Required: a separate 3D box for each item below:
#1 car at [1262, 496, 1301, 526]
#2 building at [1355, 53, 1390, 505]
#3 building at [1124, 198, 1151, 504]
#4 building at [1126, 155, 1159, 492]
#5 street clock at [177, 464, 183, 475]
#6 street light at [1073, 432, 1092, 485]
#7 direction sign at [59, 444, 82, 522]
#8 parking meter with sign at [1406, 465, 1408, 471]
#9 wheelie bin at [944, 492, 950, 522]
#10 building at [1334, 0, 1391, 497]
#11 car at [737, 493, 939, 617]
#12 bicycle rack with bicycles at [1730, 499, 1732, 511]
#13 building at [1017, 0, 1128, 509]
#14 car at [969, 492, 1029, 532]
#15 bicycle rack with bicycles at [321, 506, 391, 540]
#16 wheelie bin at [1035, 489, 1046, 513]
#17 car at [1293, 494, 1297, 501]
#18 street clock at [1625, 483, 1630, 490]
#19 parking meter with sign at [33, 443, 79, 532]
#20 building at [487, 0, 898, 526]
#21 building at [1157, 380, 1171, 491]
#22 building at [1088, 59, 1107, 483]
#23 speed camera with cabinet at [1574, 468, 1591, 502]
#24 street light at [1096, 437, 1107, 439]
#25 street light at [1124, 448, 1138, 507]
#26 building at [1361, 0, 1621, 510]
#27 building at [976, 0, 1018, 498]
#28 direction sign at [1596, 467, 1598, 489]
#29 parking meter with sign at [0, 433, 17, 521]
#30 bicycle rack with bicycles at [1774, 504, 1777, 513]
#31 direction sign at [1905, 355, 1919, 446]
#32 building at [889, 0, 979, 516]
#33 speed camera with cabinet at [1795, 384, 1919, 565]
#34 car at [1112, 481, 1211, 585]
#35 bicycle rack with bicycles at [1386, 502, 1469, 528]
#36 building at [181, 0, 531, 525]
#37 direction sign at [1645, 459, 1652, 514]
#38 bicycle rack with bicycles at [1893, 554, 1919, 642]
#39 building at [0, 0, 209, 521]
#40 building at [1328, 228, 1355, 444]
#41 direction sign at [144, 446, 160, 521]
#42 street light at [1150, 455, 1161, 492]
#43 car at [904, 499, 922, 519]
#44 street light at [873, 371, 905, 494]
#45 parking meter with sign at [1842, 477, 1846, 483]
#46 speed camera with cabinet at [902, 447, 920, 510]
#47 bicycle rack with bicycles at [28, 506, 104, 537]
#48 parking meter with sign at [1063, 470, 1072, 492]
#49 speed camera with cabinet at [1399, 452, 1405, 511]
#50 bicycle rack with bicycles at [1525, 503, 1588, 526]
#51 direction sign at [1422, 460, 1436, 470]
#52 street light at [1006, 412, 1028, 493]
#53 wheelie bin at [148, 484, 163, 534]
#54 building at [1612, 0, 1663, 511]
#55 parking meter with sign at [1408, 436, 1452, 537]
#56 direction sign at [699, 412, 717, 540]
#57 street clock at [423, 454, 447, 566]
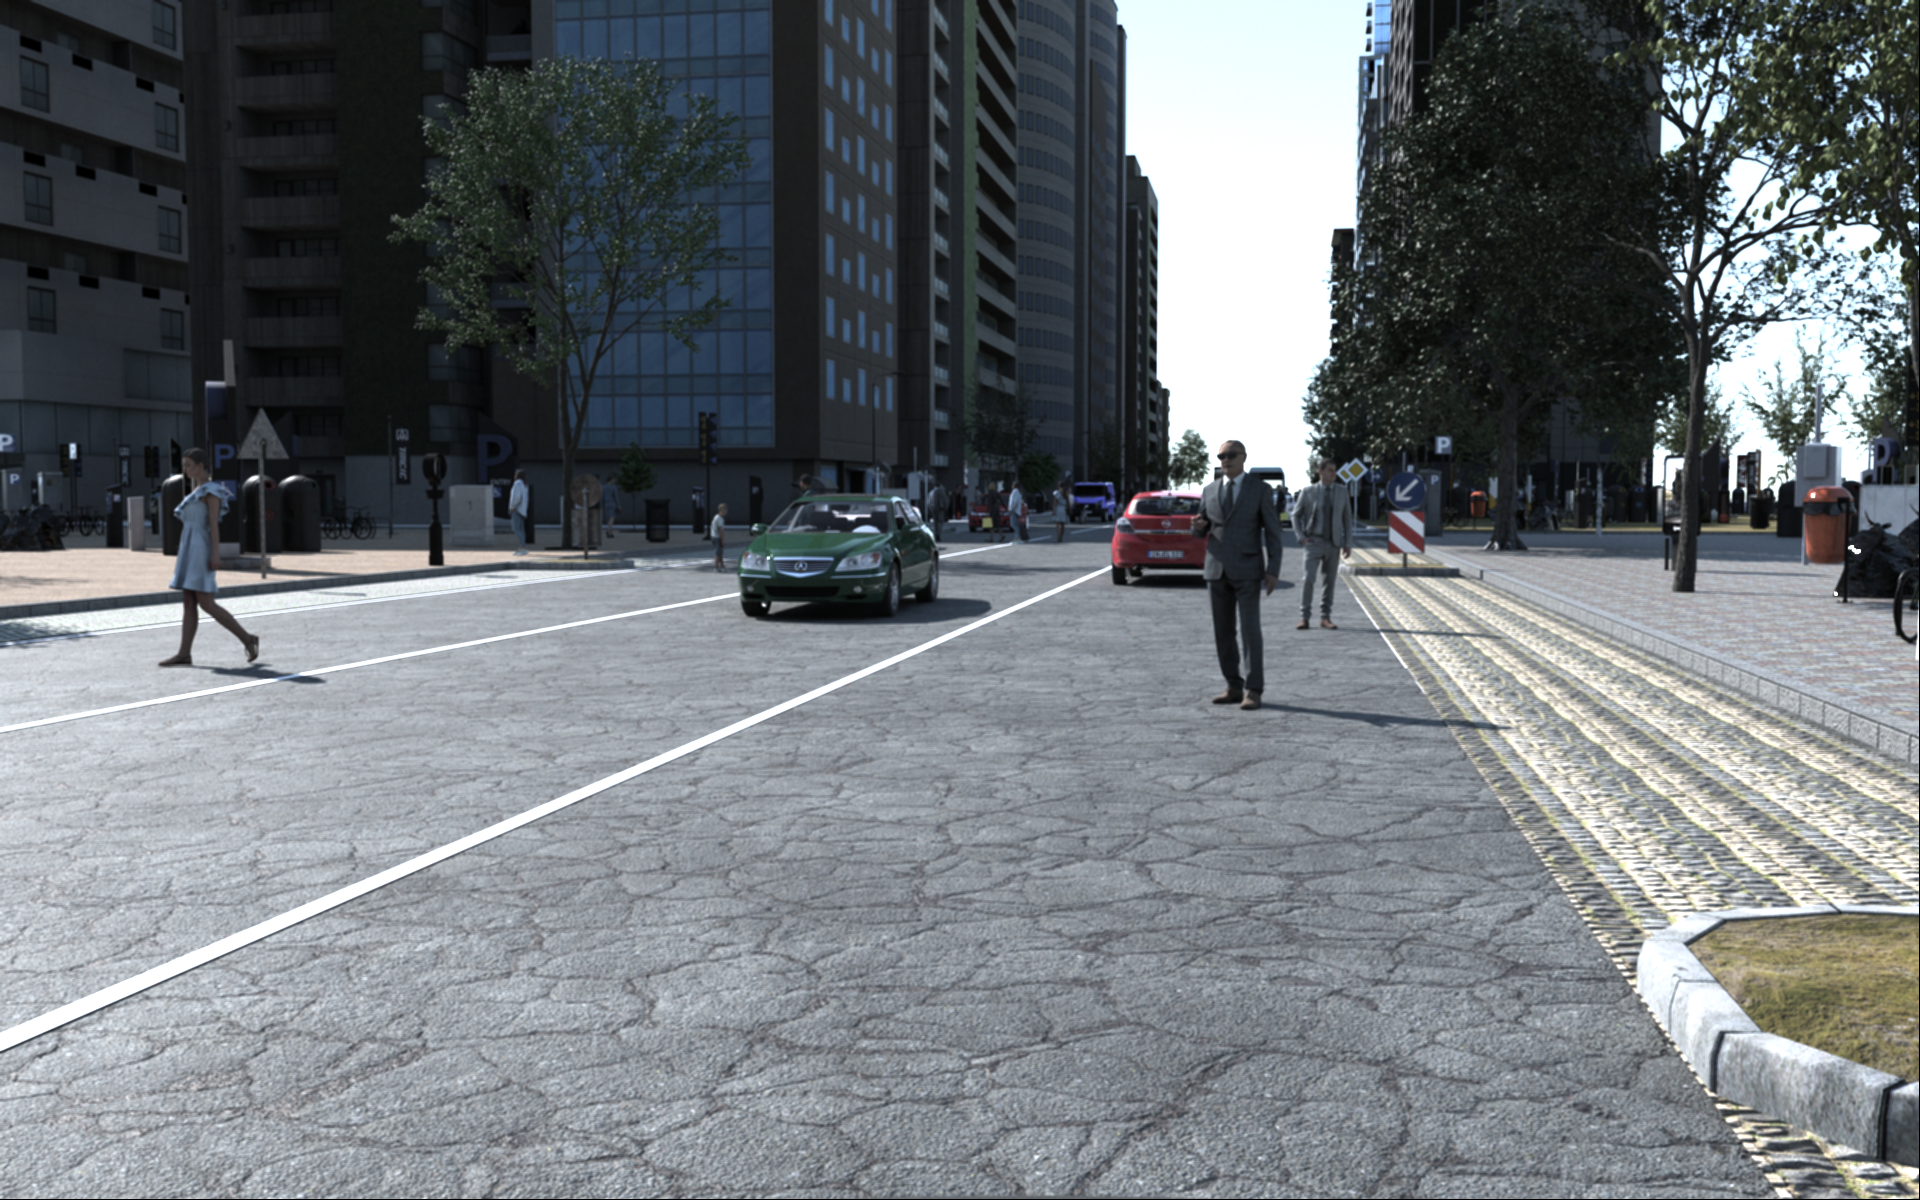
[{"bbox_3d":[14.042,-3.911,76.300,2.083,1.381,4.827,1,4,12],"label":"car"},{"bbox_3d":[55.184,-34.880,189.902,23.786,49.044,30.456,1,4,10],"label":"building"},{"bbox_3d":[18.074,-33.644,233.667,14.154,41.232,14.086,1,4,10],"label":"building"},{"bbox_3d":[17.283,-38.410,251.704,21.300,48.544,21.600,1,4,10],"label":"building"},{"bbox_3d":[-17.878,-2.181,40.227,0.471,2.002,0.358,-1,4,-10],"label":"street clock"},{"bbox_3d":[9.051,-9.588,129.297,1.470,5.913,1.316,1,4,10],"label":"street light"},{"bbox_3d":[-40.510,-5.319,78.962,0.876,3.537,0.379,-2,4,-33],"label":"direction sign"},{"bbox_3d":[27.232,-6.514,102.766,0.543,3.016,1.738,-2,4,-26],"label":"parking meter with sign"},{"bbox_3d":[-0.870,-4.315,78.456,0.693,1.594,0.980,-1,4,-17],"label":"wheelie bin"},{"bbox_3d":[65.074,-57.040,245.275,22.319,86.520,31.000,1,4,10],"label":"building"},{"bbox_3d":[-1.427,-0.613,21.813,2.131,1.459,4.920,1,4,9],"label":"car"},{"bbox_3d":[57.108,-7.094,129.362,2.852,0.926,2.925,1,4,15],"label":"bicycle rack with bicycles"},{"bbox_3d":[7.205,-40.133,198.173,21.231,58.520,28.212,1,4,10],"label":"building"},{"bbox_3d":[1.506,-3.519,66.570,2.155,1.783,4.494,1,4,11],"label":"car"},{"bbox_3d":[-17.660,-2.221,49.703,2.925,0.926,2.852,3,5,40],"label":"bicycle rack with bicycles"},{"bbox_3d":[5.372,-6.614,116.051,0.693,1.594,0.980,1,4,9],"label":"wheelie bin"},{"bbox_3d":[43.924,-13.095,223.893,2.009,1.686,4.222,1,4,10],"label":"car"},{"bbox_3d":[44.326,-6.758,115.068,0.358,2.002,0.471,1,4,13],"label":"street clock"},{"bbox_3d":[-30.813,-3.816,58.657,0.543,3.016,1.738,3,5,40],"label":"parking meter with sign"},{"bbox_3d":[-11.075,-26.056,76.134,14.600,45.320,14.200,1,4,10],"label":"building"},{"bbox_3d":[18.996,-26.497,278.258,27.650,21.520,28.899,1,4,10],"label":"building"},{"bbox_3d":[7.278,-32.228,177.034,14.600,45.320,14.200,1,4,10],"label":"building"},{"bbox_3d":[47.223,-8.393,131.555,0.660,3.252,2.038,0,4,-1],"label":"speed camera with cabinet"},{"bbox_3d":[11.254,-10.310,141.111,1.470,5.913,1.316,1,4,10],"label":"street light"},{"bbox_3d":[17.041,-12.254,172.885,1.470,5.913,1.316,1,4,10],"label":"street light"},{"bbox_3d":[49.493,-44.410,164.360,20.563,71.187,20.611,1,4,10],"label":"building"},{"bbox_3d":[-7.838,-30.840,127.940,21.300,48.544,21.600,1,4,10],"label":"building"},{"bbox_3d":[40.783,-7.273,110.906,0.379,3.537,0.876,1,4,17],"label":"direction sign"},{"bbox_3d":[-26.846,-3.227,49.025,0.543,3.016,1.738,-3,4,-38],"label":"parking meter with sign"},{"bbox_3d":[62.182,-7.086,129.230,2.925,0.926,2.852,-2,4,-31],"label":"bicycle rack with bicycles"},{"bbox_3d":[15.838,-2.214,28.204,0.876,3.537,0.379,0,4,5],"label":"direction sign"},{"bbox_3d":[-6.986,-25.576,101.770,14.154,41.232,14.086,1,4,10],"label":"building"},{"bbox_3d":[16.080,-2.237,30.907,2.038,3.252,0.660,3,4,38],"label":"speed camera with cabinet"},{"bbox_3d":[3.577,-1.204,28.726,2.155,1.783,4.494,1,4,11],"label":"car"},{"bbox_3d":[18.187,-3.242,66.396,2.852,0.926,2.925,-3,5,-45],"label":"bicycle rack with bicycles"},{"bbox_3d":[-26.486,-18.789,78.904,14.107,30.474,14.160,1,4,10],"label":"building"},{"bbox_3d":[44.678,-7.383,112.703,0.876,3.537,0.379,-2,4,-28],"label":"direction sign"},{"bbox_3d":[9.390,-0.106,15.123,2.925,0.926,2.852,-1,4,-16],"label":"bicycle rack with bicycles"},{"bbox_3d":[-53.596,-30.625,89.960,27.495,52.752,28.713,1,4,10],"label":"building"},{"bbox_3d":[70.106,-38.010,276.091,22.147,44.769,28.867,1,4,10],"label":"building"},{"bbox_3d":[-38.318,-5.517,82.194,0.379,3.537,0.876,1,4,18],"label":"direction sign"},{"bbox_3d":[23.023,-14.181,204.393,1.470,5.913,1.316,1,4,10],"label":"street light"},{"bbox_3d":[-2.187,-1.989,44.877,2.083,1.381,4.827,1,4,10],"label":"car"},{"bbox_3d":[-2.753,-5.703,65.788,1.470,5.913,1.316,1,4,10],"label":"street light"},{"bbox_3d":[38.766,-4.915,76.620,0.543,3.016,1.738,-1,4,-17],"label":"parking meter with sign"},{"bbox_3d":[-2.360,-4.865,73.886,0.660,3.252,2.038,-2,4,-24],"label":"speed camera with cabinet"},{"bbox_3d":[-27.441,-2.431,53.121,2.852,0.926,2.925,1,4,18],"label":"bicycle rack with bicycles"},{"bbox_3d":[7.690,-7.998,127.033,0.543,3.016,1.738,1,4,21],"label":"parking meter with sign"},{"bbox_3d":[21.471,-5.322,81.346,2.038,3.252,0.660,0,4,2],"label":"speed camera with cabinet"},{"bbox_3d":[23.469,-3.402,69.006,2.925,0.926,2.852,-1,4,-19],"label":"bicycle rack with bicycles"},{"bbox_3d":[31.243,-7.551,115.457,0.876,3.537,0.379,2,4,28],"label":"direction sign"},{"bbox_3d":[3.159,-7.658,97.755,1.470,5.913,1.316,1,4,10],"label":"street light"},{"bbox_3d":[-25.520,-2.905,55.402,0.980,1.594,0.693,3,5,44],"label":"wheelie bin"},{"bbox_3d":[45.320,-43.136,143.529,20.563,71.187,20.611,1,4,10],"label":"building"},{"bbox_3d":[14.365,-3.463,52.878,0.543,3.016,1.738,-1,4,-9],"label":"parking meter with sign"},{"bbox_3d":[-7.000,-3.434,48.148,0.379,3.537,0.876,2,4,24],"label":"direction sign"},{"bbox_3d":[-9.416,-1.622,31.086,0.358,2.002,0.471,1,4,11],"label":"street clock"}]
